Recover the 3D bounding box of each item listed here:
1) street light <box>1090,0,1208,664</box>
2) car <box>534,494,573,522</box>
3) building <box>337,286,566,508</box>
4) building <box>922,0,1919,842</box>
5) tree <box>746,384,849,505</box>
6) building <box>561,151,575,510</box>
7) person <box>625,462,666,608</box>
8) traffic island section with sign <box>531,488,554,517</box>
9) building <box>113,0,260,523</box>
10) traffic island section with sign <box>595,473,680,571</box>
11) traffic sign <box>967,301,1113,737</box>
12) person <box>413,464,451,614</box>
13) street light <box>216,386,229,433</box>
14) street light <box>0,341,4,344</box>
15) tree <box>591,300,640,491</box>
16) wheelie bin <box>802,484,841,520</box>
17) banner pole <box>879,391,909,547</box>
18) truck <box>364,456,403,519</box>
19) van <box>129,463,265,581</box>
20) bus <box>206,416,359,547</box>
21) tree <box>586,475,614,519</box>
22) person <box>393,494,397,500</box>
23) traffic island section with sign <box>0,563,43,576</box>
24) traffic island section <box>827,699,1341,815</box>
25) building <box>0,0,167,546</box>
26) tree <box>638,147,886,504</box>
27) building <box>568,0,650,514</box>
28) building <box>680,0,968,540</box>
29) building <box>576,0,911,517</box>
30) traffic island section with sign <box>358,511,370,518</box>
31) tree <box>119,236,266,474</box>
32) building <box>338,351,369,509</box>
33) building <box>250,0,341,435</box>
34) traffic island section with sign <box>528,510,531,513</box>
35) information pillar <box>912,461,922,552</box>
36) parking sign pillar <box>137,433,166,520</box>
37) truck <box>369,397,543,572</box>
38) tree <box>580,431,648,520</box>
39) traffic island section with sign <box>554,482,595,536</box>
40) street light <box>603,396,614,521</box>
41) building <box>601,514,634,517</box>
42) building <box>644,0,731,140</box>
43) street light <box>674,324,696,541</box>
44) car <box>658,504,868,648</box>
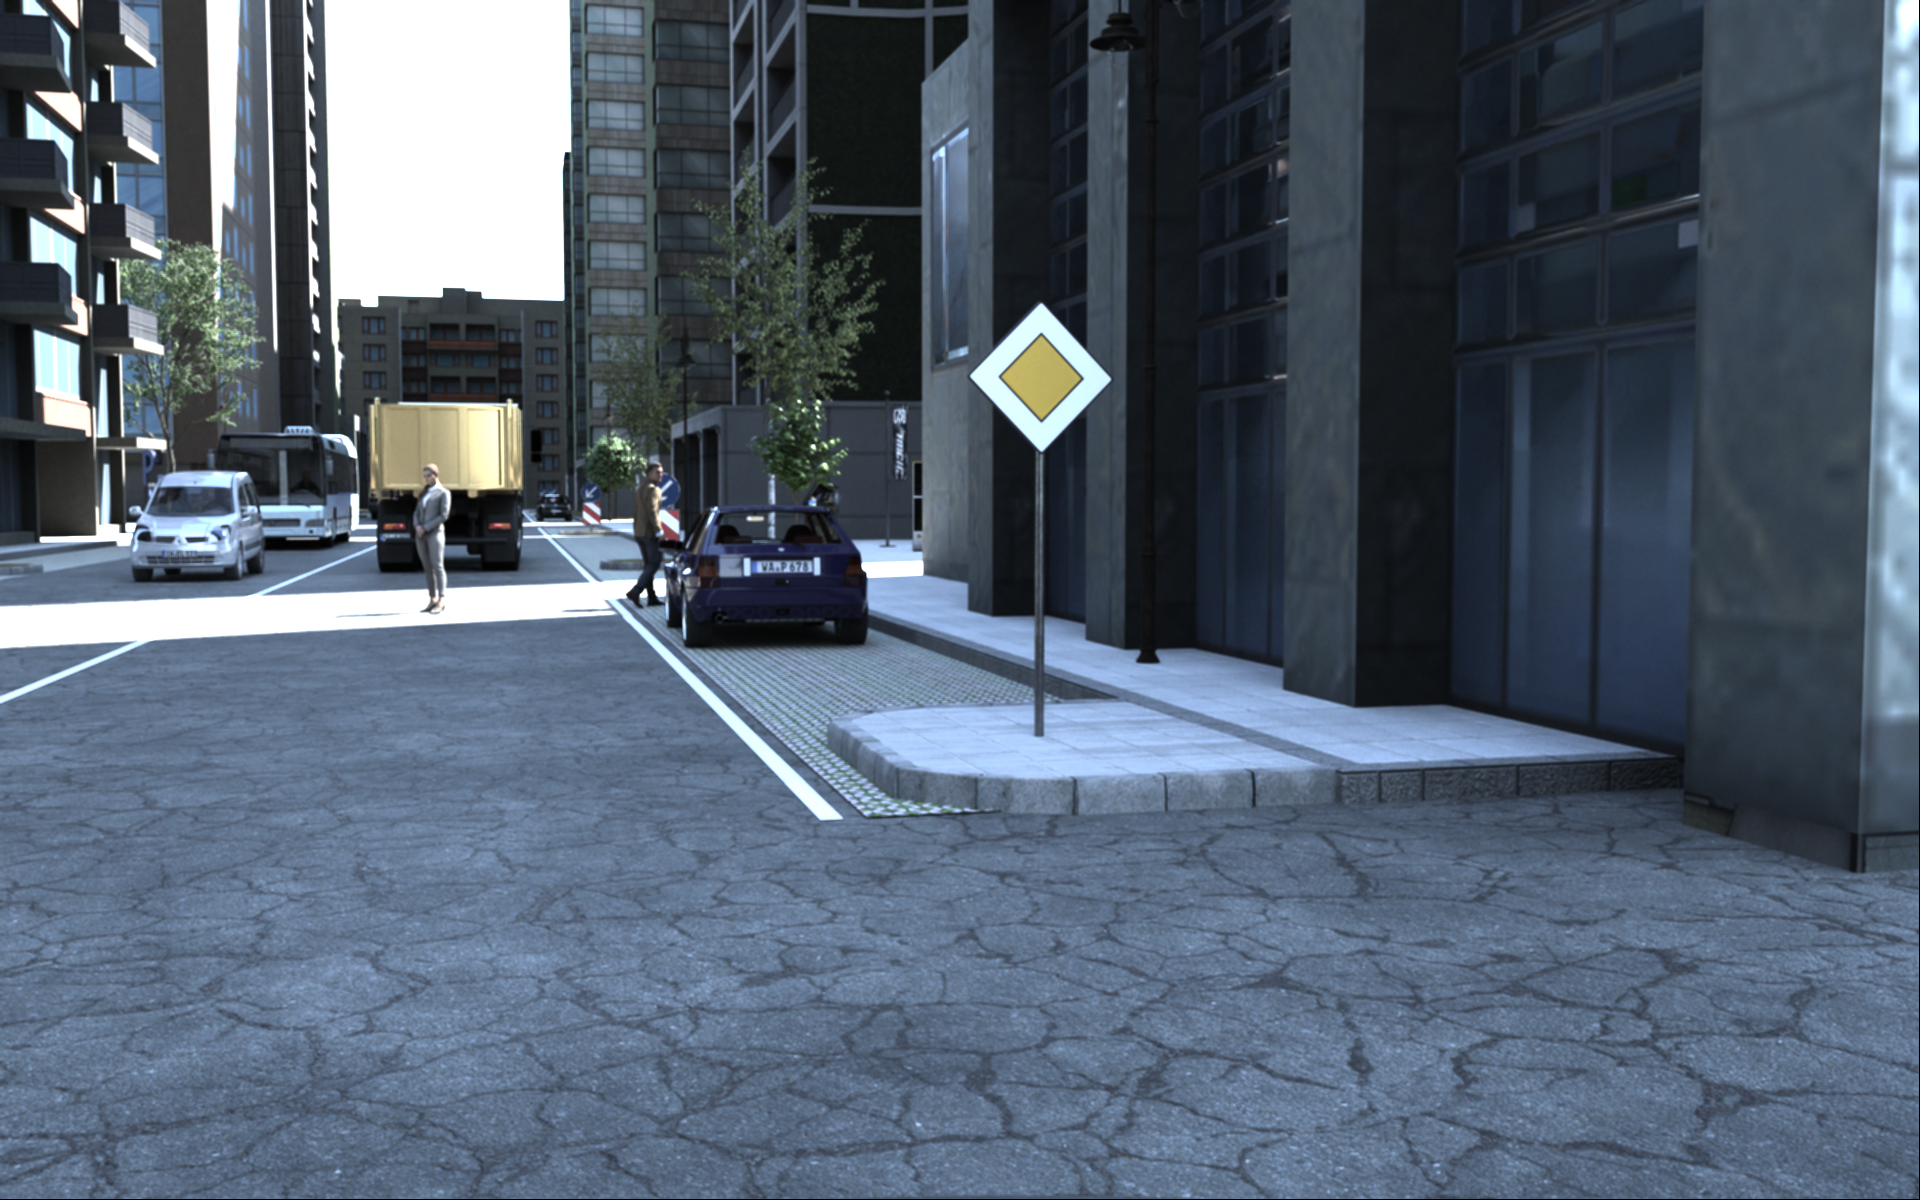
[{"bbox_3d":[1.432,-2.460,13.015,0.468,5.910,1.993,-1,4,-15],"label":"street light"},{"bbox_3d":[-21.322,-4.965,90.958,2.009,1.686,4.222,-1,4,-16],"label":"car"},{"bbox_3d":[-49.796,-20.147,174.446,28.899,21.520,27.650,-1,4,-15],"label":"building"},{"bbox_3d":[15.548,-43.176,18.594,31.000,86.520,22.319,-1,4,-15],"label":"building"},{"bbox_3d":[-2.761,-2.205,30.651,1.663,3.219,1.824,0,3,0],"label":"tree"},{"bbox_3d":[-27.246,-23.150,150.195,14.160,30.474,14.107,-1,4,-15],"label":"building"},{"bbox_3d":[-3.917,-0.820,21.820,0.656,1.842,0.836,2,4,26],"label":"person"},{"bbox_3d":[-25.522,-6.073,107.922,1.989,1.847,2.006,-1,4,-15],"label":"traffic island section with sign"},{"bbox_3d":[-42.090,-26.441,82.422,14.600,45.320,14.200,-1,4,-15],"label":"building"},{"bbox_3d":[-5.877,-1.503,33.203,1.989,1.847,2.006,-1,4,-15],"label":"traffic island section with sign"},{"bbox_3d":[0.416,-0.334,9.109,0.795,2.450,0.064,-1,4,-15],"label":"traffic sign"},{"bbox_3d":[-6.413,-0.740,20.870,0.520,1.790,0.573,1,4,12],"label":"person"},{"bbox_3d":[-31.465,-6.205,74.236,0.468,5.910,1.993,-1,4,-15],"label":"street light"},{"bbox_3d":[-22.439,-4.106,39.918,0.468,5.910,1.993,-1,4,-15],"label":"street light"},{"bbox_3d":[-12.247,-7.117,66.726,4.737,8.622,4.395,0,3,0],"label":"tree"},{"bbox_3d":[-2.644,-1.543,33.140,0.693,1.594,0.980,0,4,1],"label":"wheelie bin"},{"bbox_3d":[-1.585,-3.189,42.156,0.863,3.779,0.401,-3,5,-40],"label":"banner pole"},{"bbox_3d":[-32.879,-6.872,101.270,2.839,4.237,11.283,-1,4,-13],"label":"truck"},{"bbox_3d":[-13.103,-1.398,29.872,2.013,2.044,4.112,-1,4,-15],"label":"van"},{"bbox_3d":[-18.836,-3.312,49.018,2.948,3.499,13.247,-1,4,-15],"label":"bus"},{"bbox_3d":[-18.535,-5.859,90.404,1.663,3.219,1.824,0,3,0],"label":"tree"},{"bbox_3d":[-26.391,-4.261,81.407,0.421,1.427,0.697,3,4,38],"label":"person"},{"bbox_3d":[-17.509,-1.352,30.735,1.989,1.847,2.006,-1,4,-15],"label":"traffic island section with sign"},{"bbox_3d":[0.437,0.801,9.192,2.009,0.180,2.903,-1,4,-15],"label":"traffic island section"},{"bbox_3d":[-34.256,-23.840,44.406,22.147,44.769,28.867,-1,4,-15],"label":"building"},{"bbox_3d":[-3.880,-5.341,37.685,4.737,8.622,4.395,0,3,0],"label":"tree"},{"bbox_3d":[-23.476,-27.689,136.308,14.154,41.232,14.086,-1,4,-15],"label":"building"},{"bbox_3d":[2.174,-37.566,52.452,20.563,71.187,20.611,-1,4,-15],"label":"building"},{"bbox_3d":[-15.933,-41.635,118.990,20.563,71.187,20.611,-1,4,-15],"label":"building"},{"bbox_3d":[-36.929,-5.871,104.617,1.989,1.847,2.006,-1,4,-15],"label":"traffic island section with sign"},{"bbox_3d":[-30.503,-8.610,66.525,9.928,11.665,9.643,0,3,0],"label":"tree"},{"bbox_3d":[-64.370,-50.331,135.591,31.000,86.520,22.319,-1,4,-15],"label":"building"},{"bbox_3d":[-51.108,-26.663,119.538,14.154,41.232,14.086,-1,4,-15],"label":"building"},{"bbox_3d":[-32.431,-7.679,134.180,1.989,1.847,2.006,-1,4,-15],"label":"traffic island section with sign"},{"bbox_3d":[-0.892,-2.092,38.703,0.304,2.012,0.304,0,4,7],"label":"information pillar"},{"bbox_3d":[-35.096,-5.321,75.469,1.447,3.967,1.447,3,5,41],"label":"parking sign pillar"},{"bbox_3d":[-10.362,-2.432,35.688,3.469,3.379,9.791,-1,4,-14],"label":"truck"},{"bbox_3d":[-17.331,-6.338,87.333,4.285,4.588,4.351,0,3,0],"label":"tree"},{"bbox_3d":[-12.894,-3.136,59.901,1.989,1.847,2.006,-1,4,-15],"label":"traffic island section with sign"},{"bbox_3d":[-16.529,-6.653,81.559,0.468,5.910,1.993,-1,4,-15],"label":"street light"},{"bbox_3d":[-15.152,-25.603,102.206,14.154,41.232,14.086,-1,4,-15],"label":"building"},{"bbox_3d":[-7.082,-18.700,77.439,14.160,30.474,14.107,-1,4,-15],"label":"building"},{"bbox_3d":[-7.500,-4.559,47.331,0.468,5.910,1.993,-1,4,-15],"label":"street light"},{"bbox_3d":[-2.043,-0.305,17.560,1.945,1.354,3.894,-1,4,-13],"label":"car"}]
